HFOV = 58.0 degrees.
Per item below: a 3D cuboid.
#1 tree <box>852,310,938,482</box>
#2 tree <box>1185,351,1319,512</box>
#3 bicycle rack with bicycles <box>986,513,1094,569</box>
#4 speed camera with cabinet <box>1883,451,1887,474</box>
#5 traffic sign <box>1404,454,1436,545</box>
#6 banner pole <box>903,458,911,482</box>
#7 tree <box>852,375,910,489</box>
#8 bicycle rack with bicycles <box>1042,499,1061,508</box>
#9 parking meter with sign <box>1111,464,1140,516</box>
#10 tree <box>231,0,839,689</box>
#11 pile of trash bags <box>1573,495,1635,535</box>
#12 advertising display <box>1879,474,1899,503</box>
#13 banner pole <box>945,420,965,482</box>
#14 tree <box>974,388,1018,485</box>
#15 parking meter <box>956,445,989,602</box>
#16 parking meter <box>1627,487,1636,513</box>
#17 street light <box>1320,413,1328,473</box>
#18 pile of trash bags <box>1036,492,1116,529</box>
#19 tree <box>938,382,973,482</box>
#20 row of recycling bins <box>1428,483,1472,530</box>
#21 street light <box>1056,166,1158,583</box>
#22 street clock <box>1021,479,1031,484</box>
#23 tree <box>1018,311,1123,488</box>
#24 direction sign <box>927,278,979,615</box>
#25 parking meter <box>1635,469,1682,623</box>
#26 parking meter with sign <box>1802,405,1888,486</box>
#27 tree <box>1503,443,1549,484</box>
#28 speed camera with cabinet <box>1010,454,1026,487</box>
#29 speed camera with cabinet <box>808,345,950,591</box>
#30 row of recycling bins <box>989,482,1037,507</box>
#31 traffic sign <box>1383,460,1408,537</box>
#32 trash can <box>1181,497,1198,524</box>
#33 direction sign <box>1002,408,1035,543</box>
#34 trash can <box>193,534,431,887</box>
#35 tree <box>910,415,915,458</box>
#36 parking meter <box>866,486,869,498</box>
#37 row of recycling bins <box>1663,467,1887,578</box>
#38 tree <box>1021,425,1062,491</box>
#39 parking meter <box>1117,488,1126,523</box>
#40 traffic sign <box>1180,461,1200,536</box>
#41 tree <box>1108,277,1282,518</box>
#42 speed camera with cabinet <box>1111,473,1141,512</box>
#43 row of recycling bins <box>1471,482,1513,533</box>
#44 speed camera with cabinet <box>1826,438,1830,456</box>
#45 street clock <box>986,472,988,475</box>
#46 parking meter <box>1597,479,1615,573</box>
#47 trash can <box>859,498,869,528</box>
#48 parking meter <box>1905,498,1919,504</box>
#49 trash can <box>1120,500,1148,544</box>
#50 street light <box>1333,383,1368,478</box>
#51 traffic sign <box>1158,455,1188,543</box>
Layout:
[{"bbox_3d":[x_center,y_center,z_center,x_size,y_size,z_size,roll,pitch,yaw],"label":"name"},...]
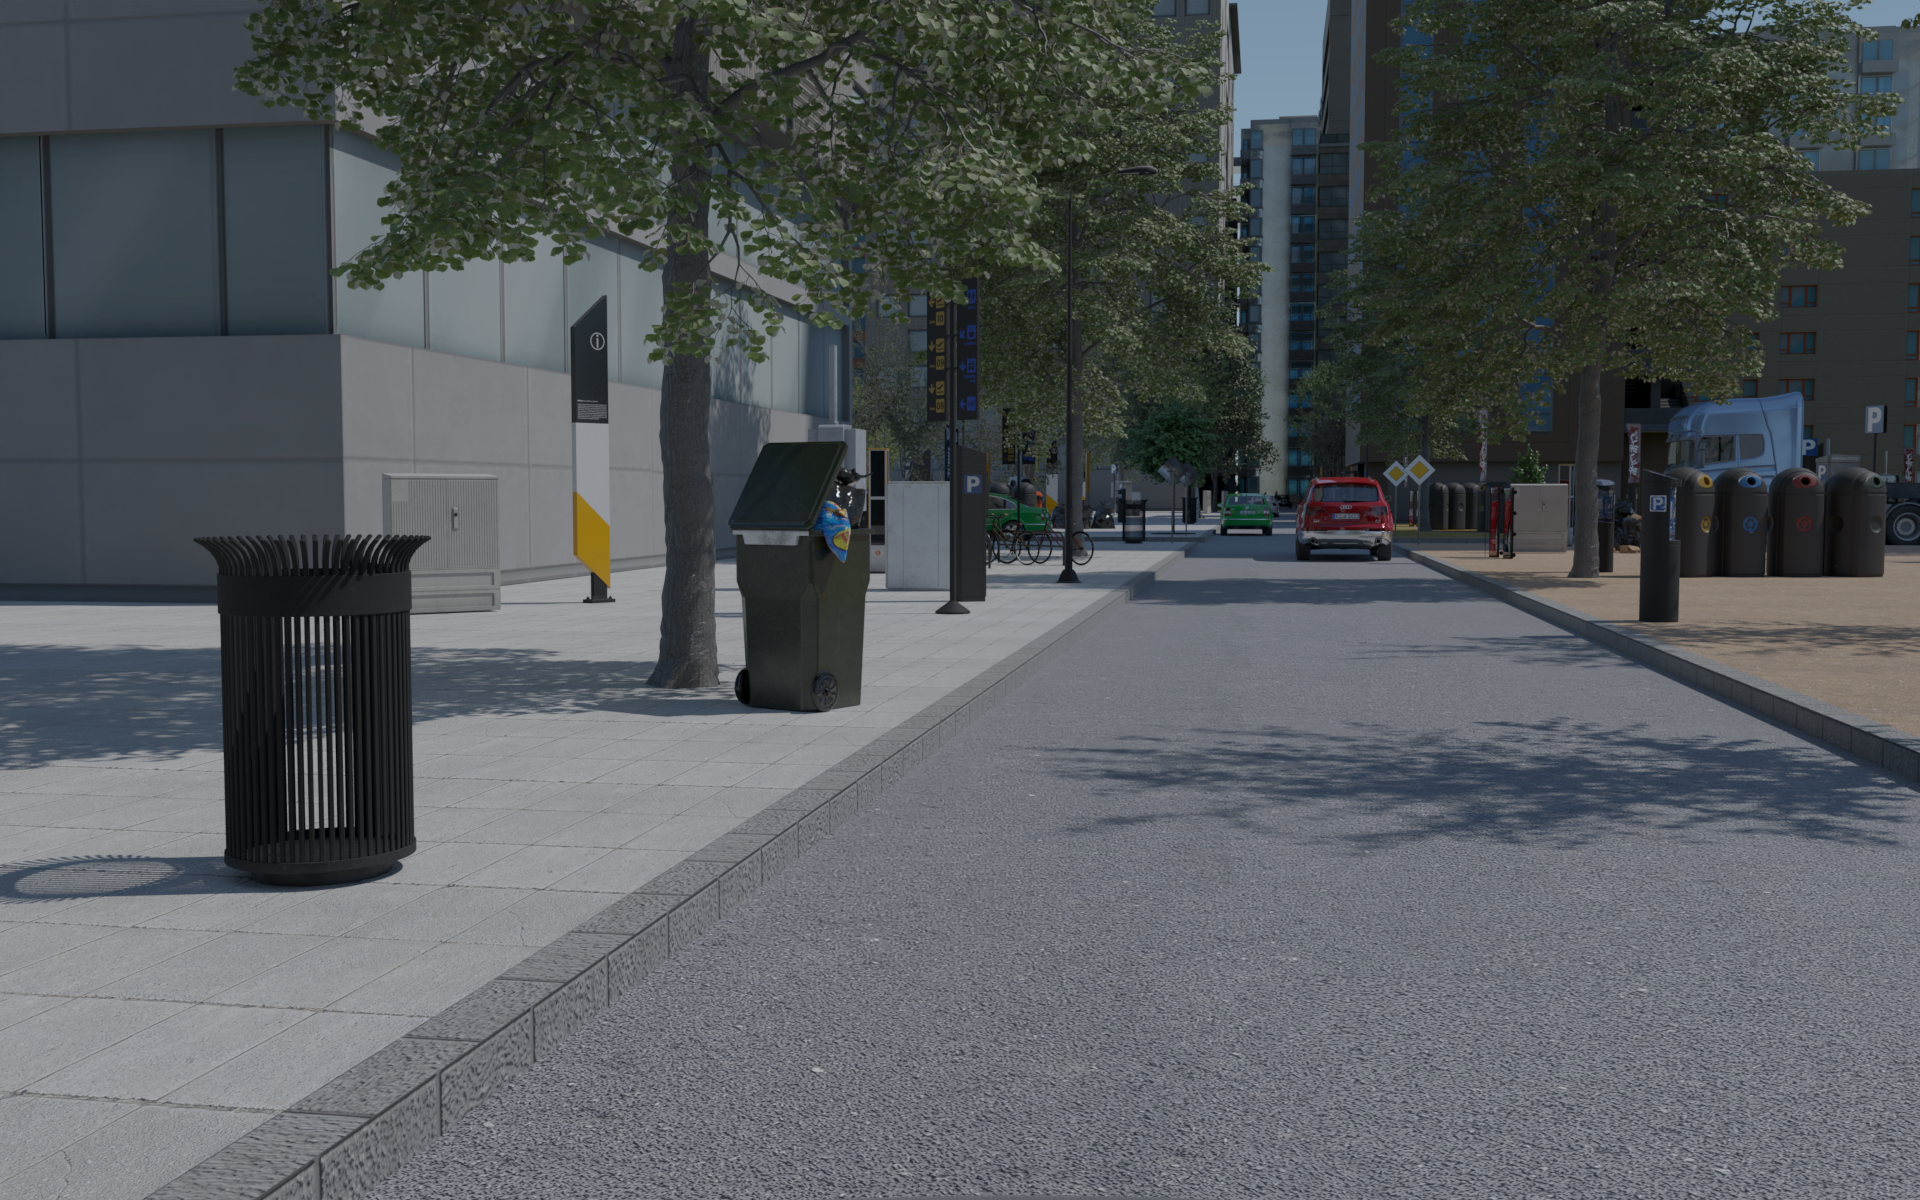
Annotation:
[{"bbox_3d":[-3.594,-7.161,67.438,4.360,8.622,3.978,0,3,0],"label":"tree"},{"bbox_3d":[17.908,-11.975,121.542,9.928,11.665,9.643,0,3,0],"label":"tree"},{"bbox_3d":[0.615,-1.093,31.257,2.852,0.926,2.925,-3,4,-39],"label":"bicycle rack with bicycles"},{"bbox_3d":[41.875,-5.231,79.857,2.038,3.252,0.660,2,4,25],"label":"speed camera with cabinet"},{"bbox_3d":[11.607,-2.456,43.803,0.795,2.450,0.064,1,4,10],"label":"traffic sign"},{"bbox_3d":[-3.102,-7.121,106.452,0.863,3.779,0.401,0,4,-7],"label":"banner pole"},{"bbox_3d":[-6.444,-9.878,111.862,4.737,8.622,4.395,0,3,0],"label":"tree"},{"bbox_3d":[5.815,-6.573,120.843,2.852,0.926,2.925,-2,4,-30],"label":"bicycle rack with bicycles"},{"bbox_3d":[9.650,-6.390,100.743,1.738,3.016,0.543,-2,4,-30],"label":"parking meter with sign"},{"bbox_3d":[-1.717,-5.721,11.658,7.486,12.596,7.792,0,3,0],"label":"tree"},{"bbox_3d":[19.862,-2.691,53.758,1.912,1.369,3.447,3,4,37],"label":"pile of trash bags"},{"bbox_3d":[30.249,-3.148,56.684,0.123,1.923,0.974,-1,4,-20],"label":"advertising display"},{"bbox_3d":[-0.122,-4.172,58.237,0.863,3.779,0.401,0,4,2],"label":"banner pole"},{"bbox_3d":[3.486,-8.814,94.466,4.360,8.622,3.978,0,3,0],"label":"tree"},{"bbox_3d":[0.127,-0.916,20.684,0.399,1.863,0.255,-1,4,-18],"label":"parking meter"},{"bbox_3d":[25.845,-3.561,66.639,0.372,1.533,0.369,0,3,0],"label":"parking meter"},{"bbox_3d":[21.232,-7.730,98.924,1.470,5.913,1.316,1,4,10],"label":"street light"},{"bbox_3d":[3.933,-3.301,63.720,3.447,1.369,1.912,-2,4,-32],"label":"pile of trash bags"},{"bbox_3d":[-2.460,-8.036,81.755,4.360,8.622,3.978,0,3,0],"label":"tree"},{"bbox_3d":[18.097,-3.396,62.644,3.534,1.692,1.069,-3,4,-38],"label":"row of recycling bins"},{"bbox_3d":[2.100,-3.194,24.761,1.470,5.913,1.316,1,4,10],"label":"street light"},{"bbox_3d":[3.123,-4.742,82.100,0.471,2.002,0.358,2,4,33],"label":"street clock"},{"bbox_3d":[4.413,-7.185,67.843,4.360,8.622,3.978,0,3,0],"label":"tree"},{"bbox_3d":[-0.078,-1.622,18.509,0.379,3.537,0.876,-3,4,-38],"label":"direction sign"},{"bbox_3d":[7.039,-0.550,17.405,0.372,1.533,0.369,0,3,0],"label":"parking meter"},{"bbox_3d":[17.215,-2.311,34.040,1.738,3.016,0.543,0,4,-8],"label":"parking meter with sign"},{"bbox_3d":[21.388,-4.337,65.515,1.663,3.219,1.824,0,3,0],"label":"tree"},{"bbox_3d":[2.518,-5.670,87.047,0.660,3.252,2.038,-2,4,-31],"label":"speed camera with cabinet"},{"bbox_3d":[-0.977,-1.764,23.176,2.038,3.252,0.660,1,4,12],"label":"speed camera with cabinet"},{"bbox_3d":[0.927,-3.250,60.254,3.534,1.692,1.069,-1,4,-10],"label":"row of recycling bins"},{"bbox_3d":[12.999,-2.937,51.667,0.795,2.450,0.064,1,4,10],"label":"traffic sign"},{"bbox_3d":[9.832,-3.826,74.202,0.748,1.137,0.748,0,3,0],"label":"trash can"},{"bbox_3d":[1.540,-3.270,45.459,0.876,3.537,0.379,1,4,12],"label":"direction sign"},{"bbox_3d":[-2.164,0.355,5.845,0.748,1.137,0.748,0,3,0],"label":"trash can"},{"bbox_3d":[-5.070,-10.443,121.097,4.737,8.622,4.395,0,3,0],"label":"tree"},{"bbox_3d":[-6.635,-7.249,124.233,0.399,1.863,0.255,1,4,13],"label":"parking meter"},{"bbox_3d":[12.551,-1.215,26.971,3.534,1.692,1.069,0,4,-2],"label":"row of recycling bins"},{"bbox_3d":[5.146,-10.794,126.836,4.737,8.622,4.395,0,3,0],"label":"tree"},{"bbox_3d":[7.286,-4.260,78.064,0.372,1.533,0.369,0,3,0],"label":"parking meter"},{"bbox_3d":[6.903,-3.004,52.762,0.795,2.450,0.064,1,4,10],"label":"traffic sign"},{"bbox_3d":[12.387,-10.689,91.769,9.611,12.733,9.660,0,3,0],"label":"tree"},{"bbox_3d":[11.761,-7.858,122.820,2.038,3.252,0.660,-1,4,-14],"label":"speed camera with cabinet"},{"bbox_3d":[18.116,-3.127,58.243,1.069,1.692,3.534,0,4,8],"label":"row of recycling bins"},{"bbox_3d":[31.246,-4.081,61.056,0.660,3.252,2.038,-1,4,-18],"label":"speed camera with cabinet"},{"bbox_3d":[0.469,-2.481,45.137,0.471,2.002,0.358,-1,4,-11],"label":"street clock"},{"bbox_3d":[10.530,-1.223,28.403,0.372,1.533,0.369,0,3,0],"label":"parking meter"},{"bbox_3d":[-3.587,-3.250,64.784,0.748,1.137,0.748,0,3,0],"label":"trash can"},{"bbox_3d":[29.462,-2.764,53.606,0.372,1.533,0.369,0,3,0],"label":"parking meter"},{"bbox_3d":[4.513,-2.036,44.945,0.748,1.137,0.748,0,3,0],"label":"trash can"},{"bbox_3d":[16.534,-6.124,72.674,1.470,5.913,1.316,1,4,10],"label":"street light"},{"bbox_3d":[5.511,-2.523,44.899,0.795,2.450,0.064,1,4,10],"label":"traffic sign"}]
